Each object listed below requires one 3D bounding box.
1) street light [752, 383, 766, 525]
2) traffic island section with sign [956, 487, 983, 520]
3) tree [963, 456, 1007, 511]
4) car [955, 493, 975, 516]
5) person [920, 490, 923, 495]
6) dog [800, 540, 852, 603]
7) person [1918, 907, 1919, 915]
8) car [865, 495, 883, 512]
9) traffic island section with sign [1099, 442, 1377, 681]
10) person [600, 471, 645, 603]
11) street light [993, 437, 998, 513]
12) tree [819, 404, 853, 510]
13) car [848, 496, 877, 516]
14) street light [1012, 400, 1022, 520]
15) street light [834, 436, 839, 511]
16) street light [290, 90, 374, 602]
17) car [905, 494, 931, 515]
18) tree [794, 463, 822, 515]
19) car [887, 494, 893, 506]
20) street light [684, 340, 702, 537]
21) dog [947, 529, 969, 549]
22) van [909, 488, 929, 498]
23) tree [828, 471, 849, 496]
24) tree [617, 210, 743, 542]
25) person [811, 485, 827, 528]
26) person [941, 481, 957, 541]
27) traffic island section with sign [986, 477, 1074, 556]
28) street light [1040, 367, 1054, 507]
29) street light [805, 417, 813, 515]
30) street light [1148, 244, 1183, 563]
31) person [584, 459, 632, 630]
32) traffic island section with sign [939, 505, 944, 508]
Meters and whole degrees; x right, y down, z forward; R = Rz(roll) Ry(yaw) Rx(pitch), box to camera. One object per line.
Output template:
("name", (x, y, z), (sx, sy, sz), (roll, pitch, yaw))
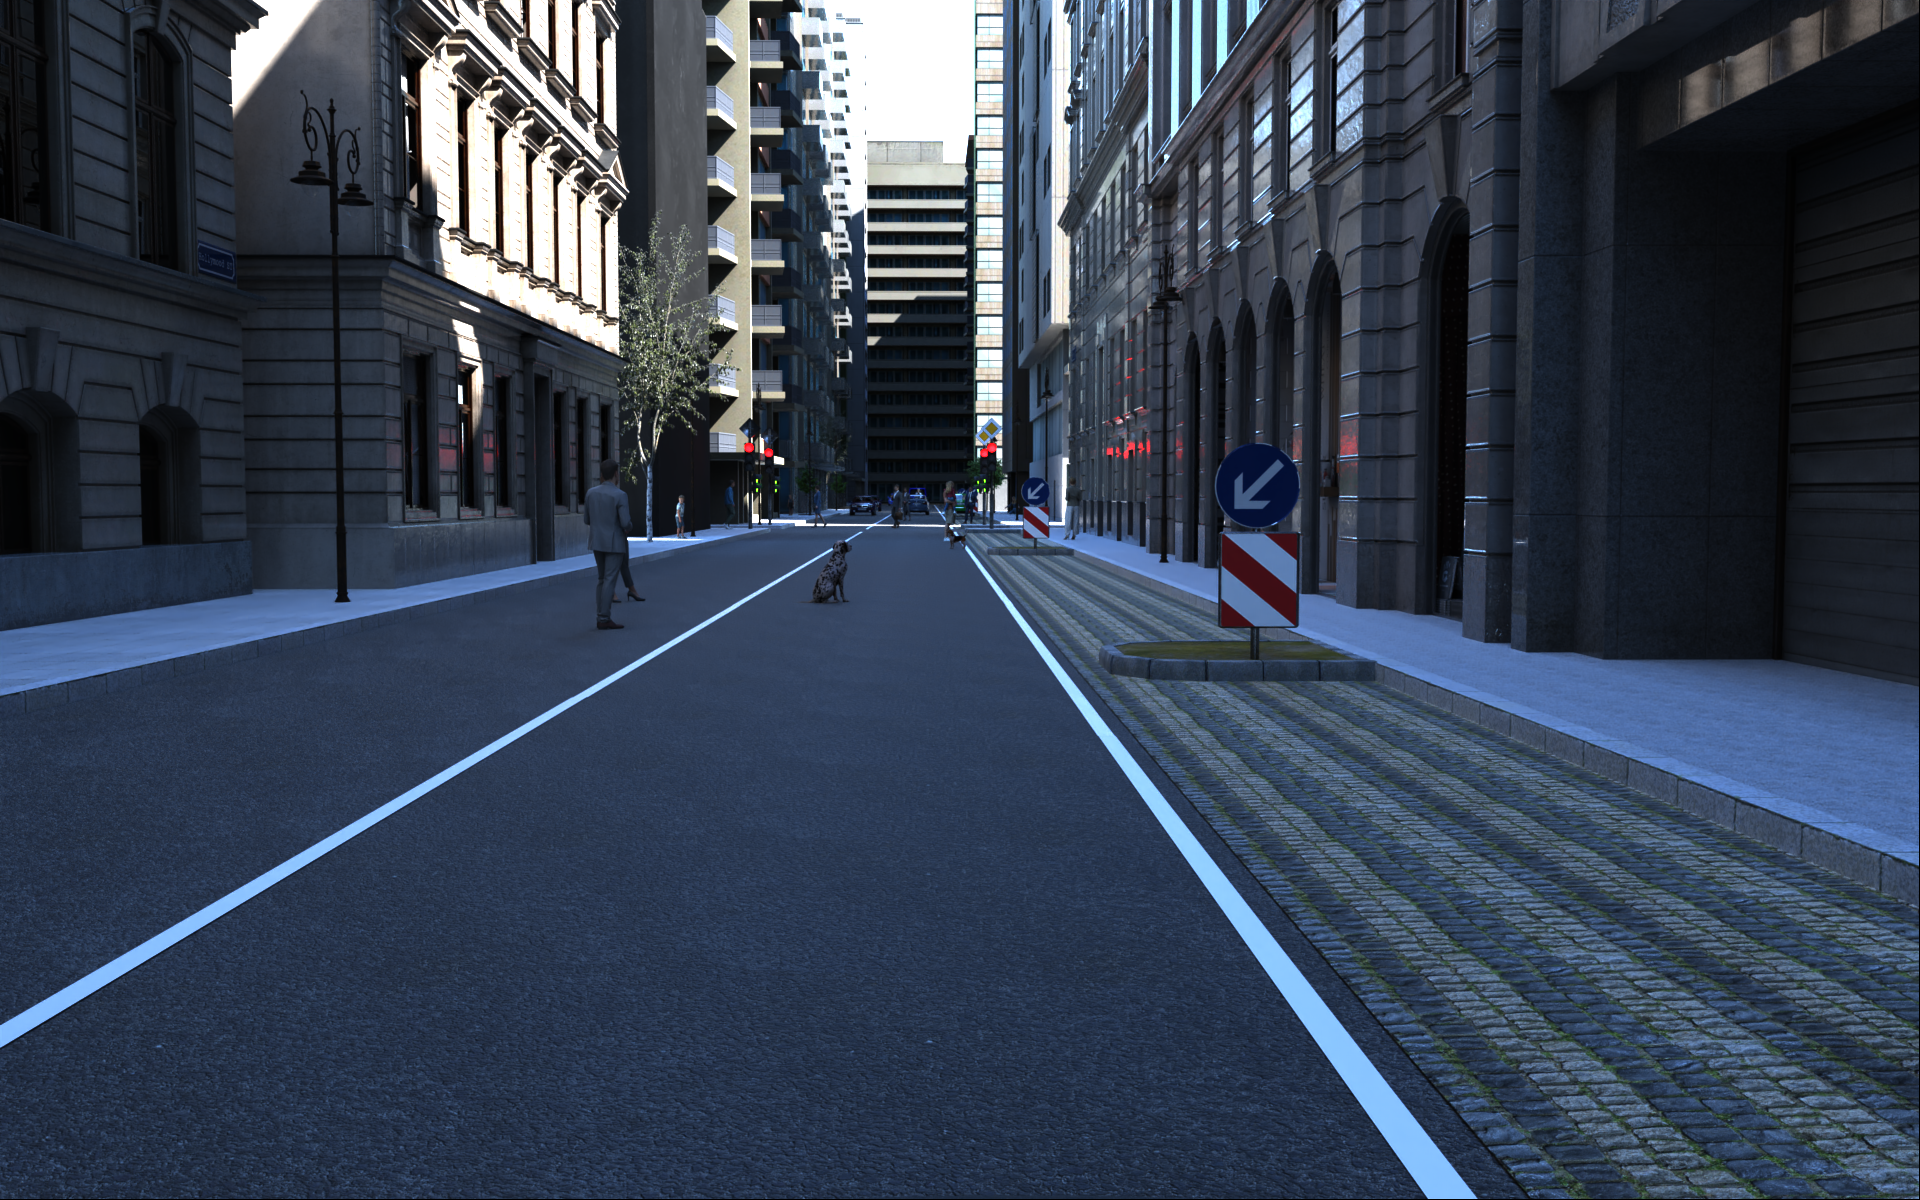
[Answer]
("street light", (-8.346, -6.067, 71.976), (0.468, 5.910, 1.993), (0, 4, -1))
("traffic island section with sign", (0.555, -5.411, 97.100), (1.989, 1.847, 2.006), (0, 4, -1))
("tree", (1.923, -8.876, 128.839), (4.285, 4.588, 4.351), (0, 3, 0))
("car", (0.038, -6.292, 111.663), (1.959, 1.807, 4.718), (0, 4, -1))
("person", (-3.253, -8.377, 145.716), (0.529, 1.795, 0.600), (0, 4, -6))
("dog", (-1.830, -0.373, 22.928), (0.800, 0.831, 0.513), (0, 4, -4))
("person", (2.252, 0.605, 3.629), (0.505, 1.210, 0.382), (-2, 4, -29))
("car", (-7.338, -7.971, 142.902), (1.945, 1.354, 3.894), (0, 4, -2))
("traffic island section with sign", (2.171, -0.335, 14.109), (1.989, 1.847, 2.006), (0, 4, -1))
("person", (-4.472, -0.867, 22.944), (0.573, 1.790, 0.520), (-1, 4, -9))
("street light", (2.290, -8.747, 115.795), (0.468, 5.910, 1.993), (0, 4, -1))
("tree", (-10.868, -11.683, 141.385), (4.360, 8.622, 3.978), (0, 3, 0))
("car", (-6.550, -6.386, 116.986), (1.945, 1.354, 3.894), (0, 4, -1))
("street light", (2.803, -6.853, 84.834), (0.468, 5.910, 1.993), (0, 4, -1))
("street light", (-9.605, -9.894, 134.554), (0.468, 5.910, 1.993), (0, 4, -1))
("street light", (-7.338, -2.912, 20.404), (0.468, 5.910, 1.993), (0, 4, -1))
("car", (-3.000, -6.574, 119.492), (2.014, 1.417, 4.499), (0, 4, -2))
("tree", (-9.284, -6.814, 106.012), (1.663, 3.219, 1.824), (0, 3, 0))
("car", (-8.055, -12.563, 214.994), (1.945, 1.707, 3.694), (0, 4, -2))
("street light", (-8.049, -4.848, 52.048), (0.468, 5.910, 1.993), (0, 4, -1))
("dog", (-0.060, -1.600, 45.453), (0.406, 0.507, 0.540), (2, 4, 27))
("van", (-4.291, -10.510, 176.224), (2.240, 2.365, 5.245), (0, 4, -1))
("tree", (-10.084, -9.228, 145.479), (1.663, 3.219, 1.824), (0, 3, 0))
("tree", (-8.133, -5.850, 46.011), (4.360, 8.622, 3.978), (0, 3, 0))
("person", (-6.007, -3.988, 73.720), (0.654, 1.822, 0.581), (1, 4, 10))
("person", (-0.318, -2.706, 52.711), (0.573, 1.828, 0.580), (-2, 4, -29))
("traffic island section with sign", (1.640, -1.984, 41.059), (1.989, 1.847, 2.006), (0, 4, -1))
("street light", (3.160, -5.532, 63.239), (0.468, 5.910, 1.993), (0, 4, -1))
("street light", (-8.983, -8.001, 103.596), (0.468, 5.910, 1.993), (0, 4, -1))
("street light", (3.822, -3.639, 32.281), (0.468, 5.910, 1.993), (0, 4, -1))
("person", (-3.694, -0.599, 18.488), (0.606, 1.804, 0.583), (2, 4, 24))
("traffic island section with sign", (-0.950, -10.101, 173.780), (1.989, 1.847, 2.006), (0, 4, -1))
